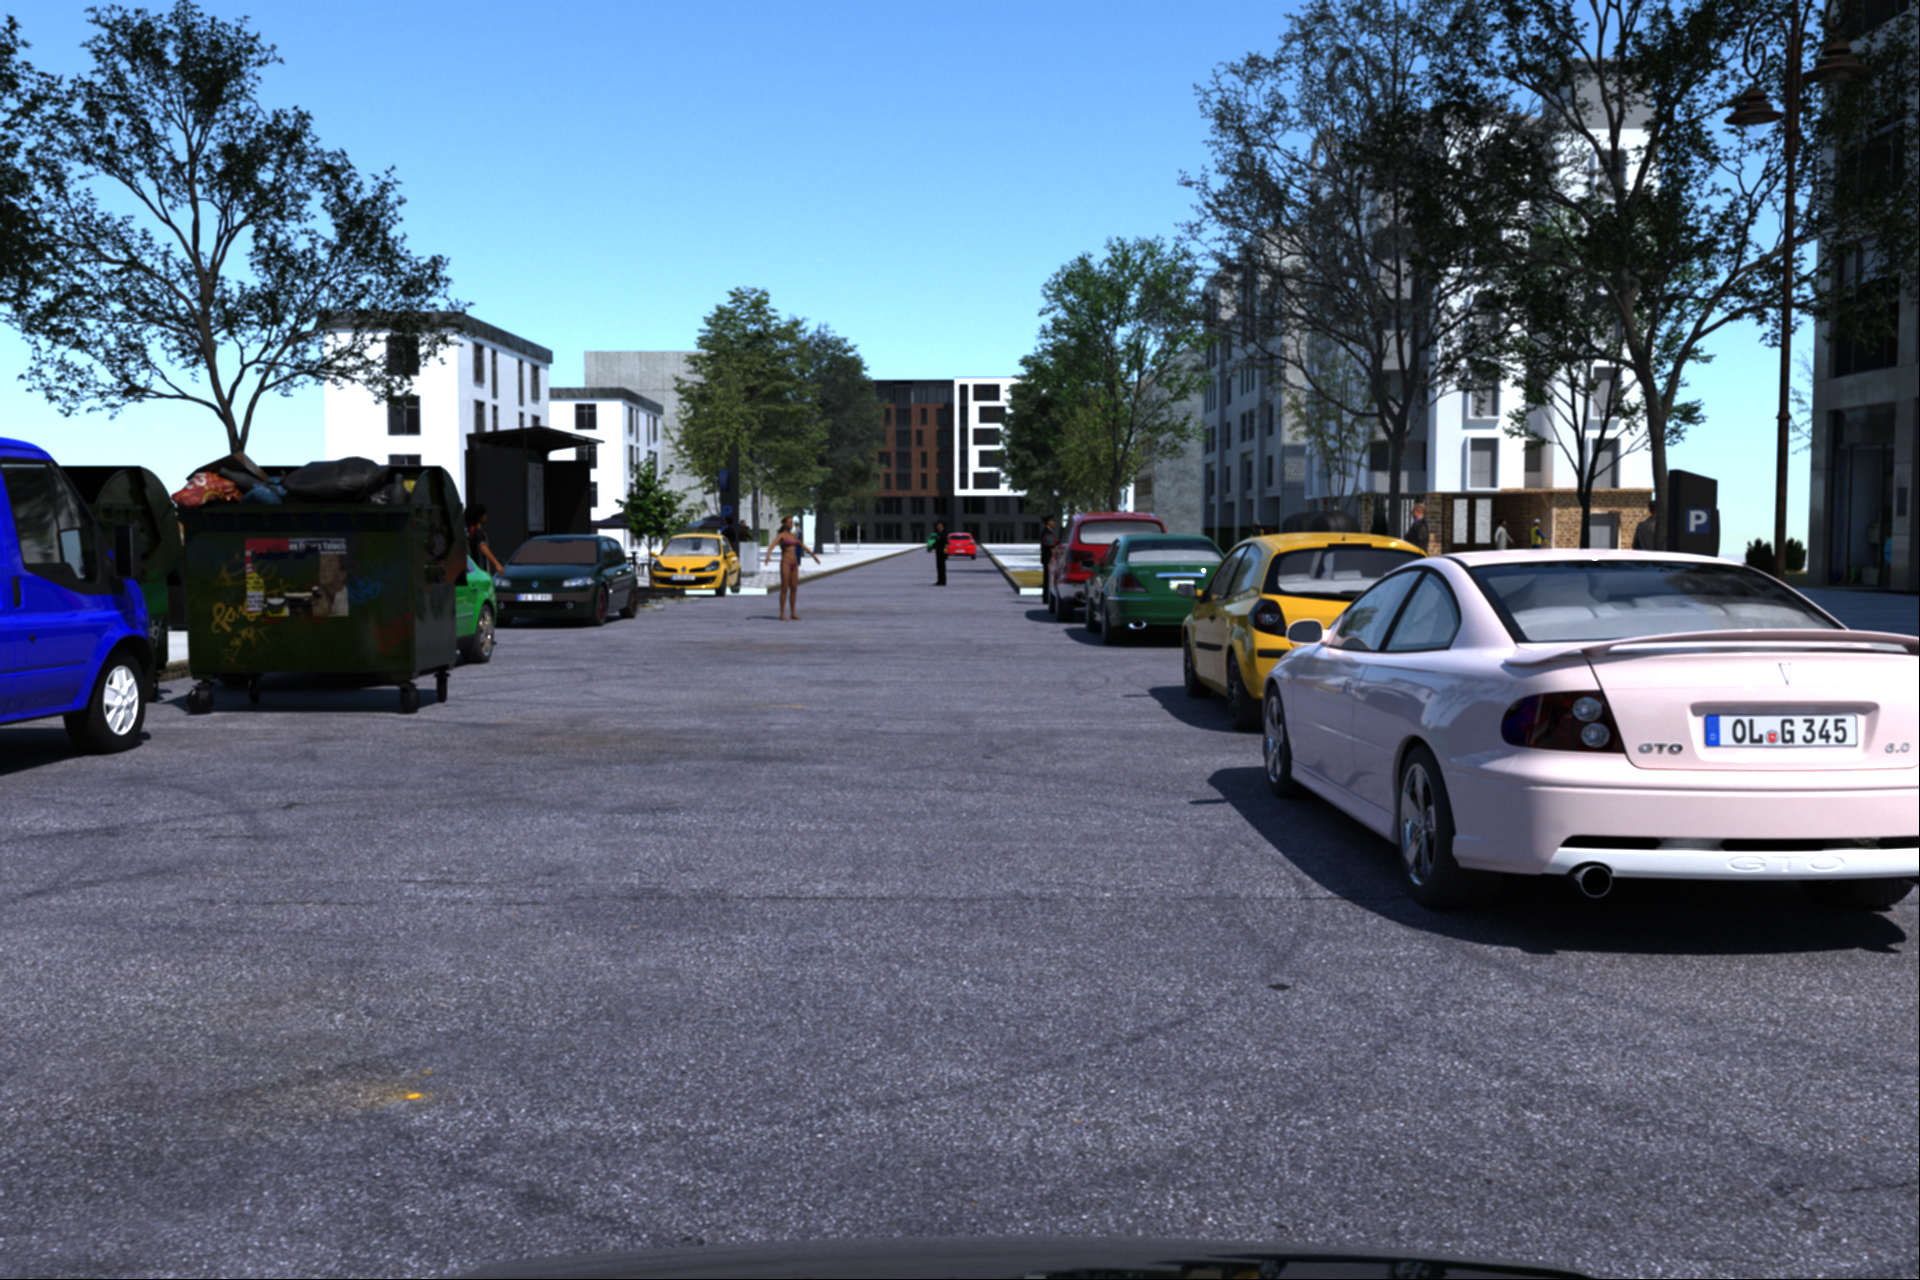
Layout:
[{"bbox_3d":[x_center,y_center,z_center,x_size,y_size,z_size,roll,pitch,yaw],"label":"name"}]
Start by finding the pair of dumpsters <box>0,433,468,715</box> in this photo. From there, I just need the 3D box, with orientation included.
[{"bbox_3d":[-6.421,-0.564,14.175,4.436,2.255,1.574,0,4,1],"label":"pair of dumpsters"}]

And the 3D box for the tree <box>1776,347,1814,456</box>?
[{"bbox_3d":[28.833,-6.414,55.238,4.360,8.622,3.978,0,3,0],"label":"tree"}]

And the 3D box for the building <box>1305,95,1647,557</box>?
[{"bbox_3d":[21.563,-13.744,81.133,16.016,20.090,11.380,0,4,0],"label":"building"}]

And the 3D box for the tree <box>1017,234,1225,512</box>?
[{"bbox_3d":[5.465,-8.225,60.231,9.928,11.665,9.643,0,3,0],"label":"tree"}]

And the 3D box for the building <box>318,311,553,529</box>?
[{"bbox_3d":[-23.172,-8.397,79.438,9.099,9.664,28.070,0,4,1],"label":"building"}]

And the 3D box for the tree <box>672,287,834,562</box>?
[{"bbox_3d":[-9.903,-9.918,80.283,7.486,12.596,7.792,0,3,0],"label":"tree"}]

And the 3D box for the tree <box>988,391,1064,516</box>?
[{"bbox_3d":[7.127,-14.080,140.571,12.009,13.543,11.850,0,3,0],"label":"tree"}]

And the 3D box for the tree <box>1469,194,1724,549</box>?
[{"bbox_3d":[19.174,-7.774,52.858,9.928,11.665,9.643,0,3,0],"label":"tree"}]

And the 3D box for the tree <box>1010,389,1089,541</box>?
[{"bbox_3d":[6.958,-11.786,118.457,9.928,11.665,9.643,0,3,0],"label":"tree"}]

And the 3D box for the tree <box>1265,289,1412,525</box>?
[{"bbox_3d":[10.649,-6.017,48.739,4.360,8.622,3.978,0,3,0],"label":"tree"}]

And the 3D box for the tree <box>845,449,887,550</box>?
[{"bbox_3d":[-8.623,-11.786,143.070,4.360,8.622,3.978,0,3,0],"label":"tree"}]

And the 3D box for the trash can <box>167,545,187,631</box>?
[{"bbox_3d":[-10.272,-0.698,23.059,0.748,1.137,0.748,0,3,0],"label":"trash can"}]

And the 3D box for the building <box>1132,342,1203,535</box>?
[{"bbox_3d":[27.420,-20.838,171.635,19.493,23.208,18.063,0,3,0],"label":"building"}]

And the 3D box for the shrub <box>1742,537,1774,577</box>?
[{"bbox_3d":[20.873,-2.086,45.229,1.383,1.207,1.383,0,3,0],"label":"shrub"}]

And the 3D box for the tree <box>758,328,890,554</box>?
[{"bbox_3d":[-8.961,-12.389,109.207,9.857,13.997,8.962,0,3,0],"label":"tree"}]

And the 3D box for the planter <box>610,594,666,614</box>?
[{"bbox_3d":[-6.537,-0.671,32.110,1.991,0.319,1.994,0,4,1],"label":"planter"}]

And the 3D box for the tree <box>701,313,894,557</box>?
[{"bbox_3d":[-8.756,-11.329,95.600,12.009,13.543,11.850,0,3,0],"label":"tree"}]

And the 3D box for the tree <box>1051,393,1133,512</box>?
[{"bbox_3d":[6.553,-8.439,88.339,4.737,8.622,4.395,0,3,0],"label":"tree"}]

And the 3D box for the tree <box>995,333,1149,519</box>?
[{"bbox_3d":[6.801,-12.138,105.103,9.857,13.997,8.962,0,3,0],"label":"tree"}]

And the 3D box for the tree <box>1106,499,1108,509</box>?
[{"bbox_3d":[21.366,-17.188,231.385,4.360,8.622,3.978,0,3,0],"label":"tree"}]

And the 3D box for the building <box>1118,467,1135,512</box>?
[{"bbox_3d":[24.851,-16.419,210.603,9.099,9.664,28.070,0,3,0],"label":"building"}]

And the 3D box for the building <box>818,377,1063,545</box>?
[{"bbox_3d":[-2.399,-23.952,238.044,32.646,21.610,27.936,0,4,2],"label":"building"}]

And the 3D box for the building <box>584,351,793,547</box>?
[{"bbox_3d":[-27.757,-19.370,183.150,16.747,18.905,31.486,0,4,0],"label":"building"}]

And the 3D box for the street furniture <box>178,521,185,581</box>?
[{"bbox_3d":[-21.407,-2.596,49.293,9.812,1.723,11.010,0,4,-4],"label":"street furniture"}]

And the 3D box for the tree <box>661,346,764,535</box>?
[{"bbox_3d":[-9.570,-7.206,68.177,4.737,8.622,4.395,0,3,0],"label":"tree"}]

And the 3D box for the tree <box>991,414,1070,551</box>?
[{"bbox_3d":[6.325,-12.421,128.847,9.928,11.665,9.643,0,3,0],"label":"tree"}]

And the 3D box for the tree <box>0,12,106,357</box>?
[{"bbox_3d":[-12.477,-5.076,17.413,7.601,10.594,8.767,0,3,0],"label":"tree"}]

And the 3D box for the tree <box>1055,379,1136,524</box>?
[{"bbox_3d":[6.304,-8.102,82.835,4.737,8.622,4.395,0,3,0],"label":"tree"}]

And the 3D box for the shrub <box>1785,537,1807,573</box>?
[{"bbox_3d":[27.666,-2.843,57.602,1.383,1.207,1.383,0,3,0],"label":"shrub"}]

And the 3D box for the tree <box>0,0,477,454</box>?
[{"bbox_3d":[-12.288,-5.815,29.488,7.601,10.594,8.767,3,5,43],"label":"tree"}]

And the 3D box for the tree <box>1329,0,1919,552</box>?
[{"bbox_3d":[9.036,-5.355,21.962,8.767,10.594,7.601,1,4,10],"label":"tree"}]

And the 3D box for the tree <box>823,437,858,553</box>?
[{"bbox_3d":[-8.224,-10.336,119.362,4.360,8.622,3.978,0,3,0],"label":"tree"}]

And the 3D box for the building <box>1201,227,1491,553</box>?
[{"bbox_3d":[25.688,-14.803,108.484,16.747,18.905,31.486,0,4,0],"label":"building"}]

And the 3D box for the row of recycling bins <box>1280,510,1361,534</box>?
[{"bbox_3d":[6.436,-1.479,31.294,1.069,1.692,3.534,0,4,0],"label":"row of recycling bins"}]

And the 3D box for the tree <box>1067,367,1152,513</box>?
[{"bbox_3d":[6.495,-7.751,77.098,4.737,8.622,4.395,0,3,0],"label":"tree"}]

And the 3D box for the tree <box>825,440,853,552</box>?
[{"bbox_3d":[-9.231,-10.756,126.215,4.737,8.622,4.395,0,3,0],"label":"tree"}]

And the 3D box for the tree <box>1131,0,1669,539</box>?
[{"bbox_3d":[9.053,-7.670,35.776,12.009,13.543,11.850,0,3,0],"label":"tree"}]
